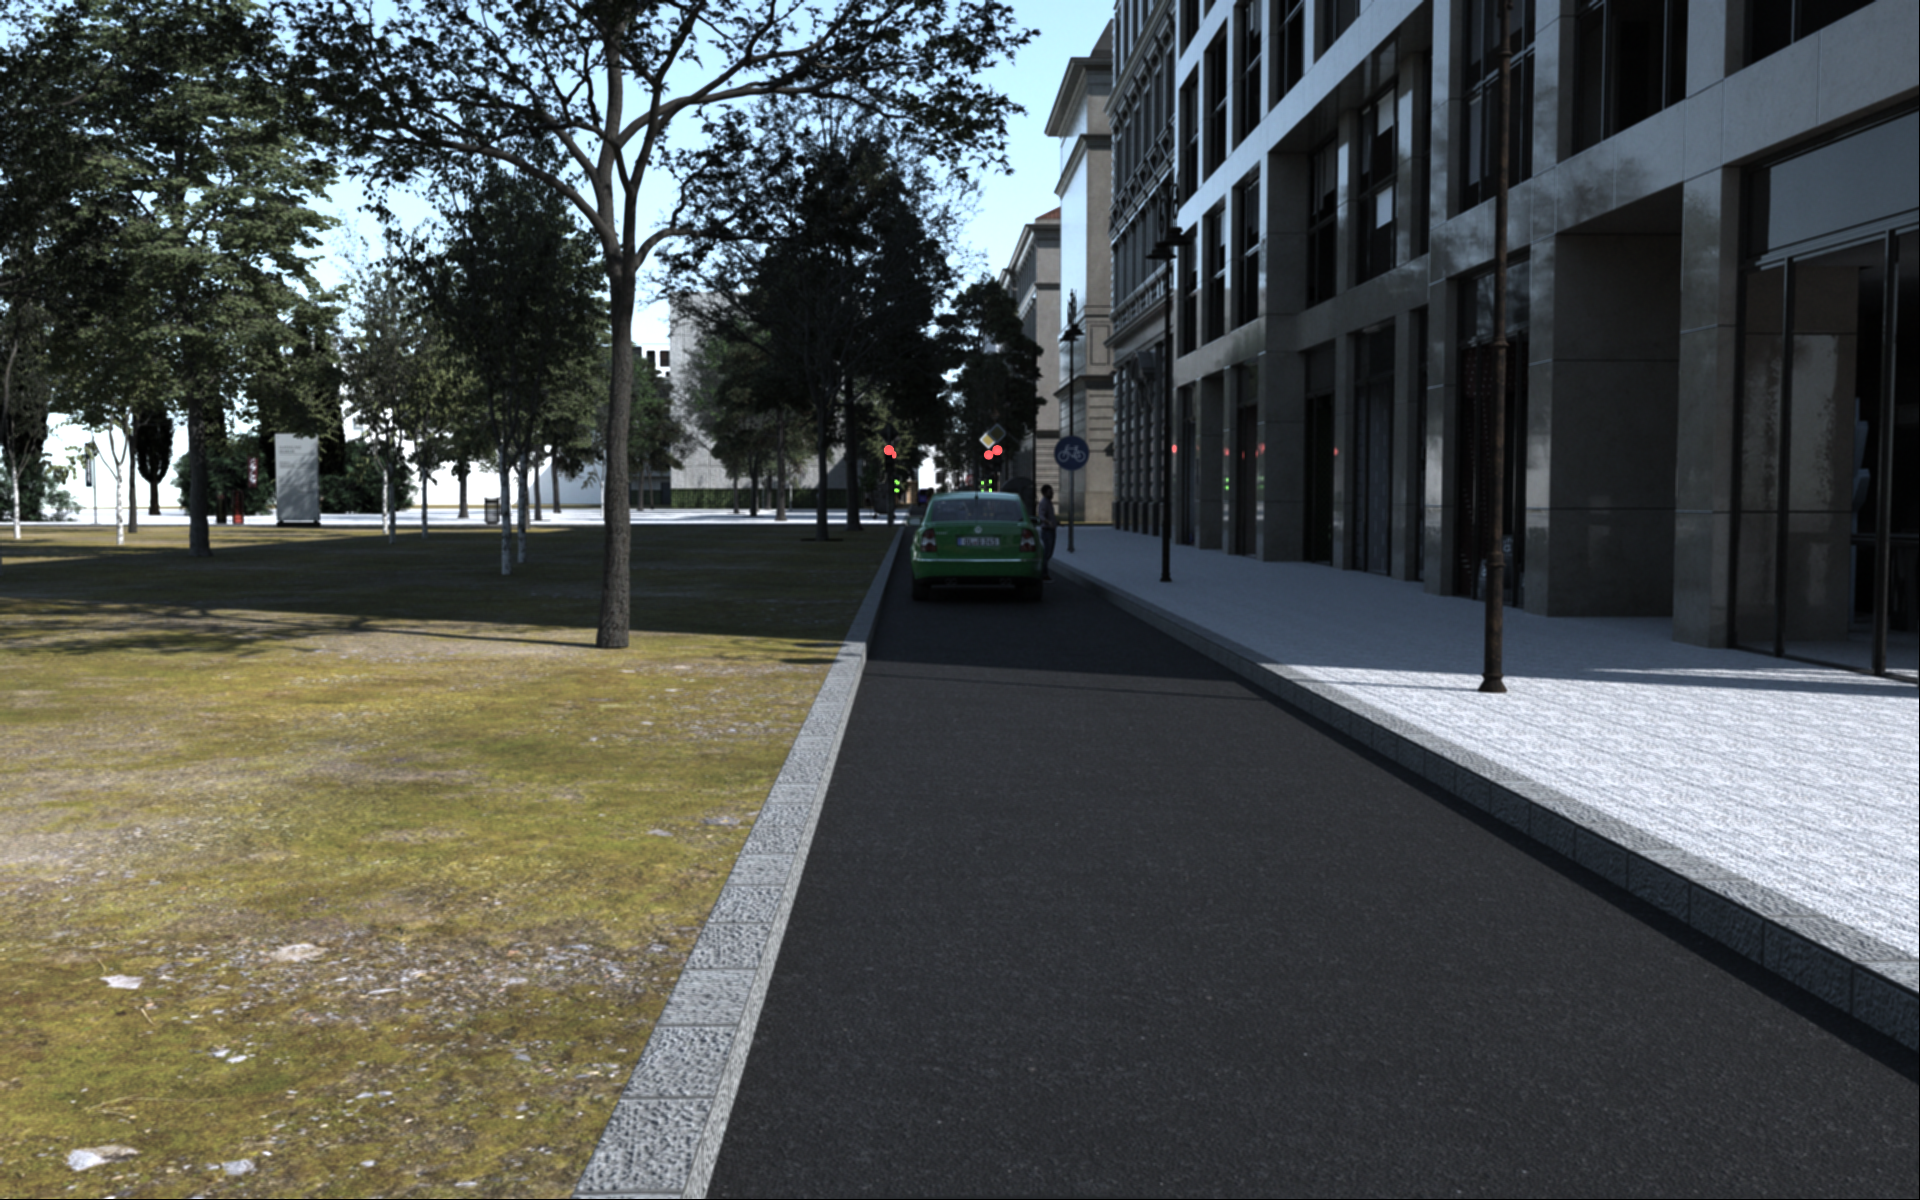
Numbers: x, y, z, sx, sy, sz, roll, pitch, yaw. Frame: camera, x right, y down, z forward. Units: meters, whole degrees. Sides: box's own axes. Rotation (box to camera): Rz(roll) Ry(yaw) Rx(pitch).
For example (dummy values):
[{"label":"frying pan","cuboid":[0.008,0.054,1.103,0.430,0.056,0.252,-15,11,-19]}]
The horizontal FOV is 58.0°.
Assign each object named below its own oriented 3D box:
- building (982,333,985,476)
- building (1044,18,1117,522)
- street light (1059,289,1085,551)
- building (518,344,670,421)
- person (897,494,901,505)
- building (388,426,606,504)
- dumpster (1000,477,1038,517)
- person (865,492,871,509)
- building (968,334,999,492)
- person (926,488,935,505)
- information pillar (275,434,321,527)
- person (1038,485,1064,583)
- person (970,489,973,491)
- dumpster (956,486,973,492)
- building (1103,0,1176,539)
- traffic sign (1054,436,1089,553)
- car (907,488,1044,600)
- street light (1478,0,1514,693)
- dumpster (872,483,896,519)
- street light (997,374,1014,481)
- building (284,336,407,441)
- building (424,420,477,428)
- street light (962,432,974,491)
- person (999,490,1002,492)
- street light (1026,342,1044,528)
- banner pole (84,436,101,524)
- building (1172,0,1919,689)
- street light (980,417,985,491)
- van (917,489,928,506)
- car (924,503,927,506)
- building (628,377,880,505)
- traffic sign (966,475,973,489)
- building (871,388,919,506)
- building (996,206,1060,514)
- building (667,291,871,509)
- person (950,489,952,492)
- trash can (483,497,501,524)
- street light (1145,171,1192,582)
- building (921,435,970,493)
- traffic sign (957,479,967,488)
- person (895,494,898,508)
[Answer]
[{"label":"building","cuboid":[16.121,-20.855,184.953,27.936,21.610,32.646,0,4,-1]},{"label":"building","cuboid":[19.743,-15.461,86.065,30.059,22.955,16.112,0,4,-1]},{"label":"street light","cuboid":[2.516,-4.057,39.117,0.468,5.910,1.993,0,4,-1]},{"label":"building","cuboid":[-45.740,-24.808,249.584,32.646,21.610,27.936,0,4,-1]},{"label":"person","cuboid":[-6.466,-10.988,186.623,0.541,1.710,0.530,1,4,18]},{"label":"building","cuboid":[-56.769,-16.910,218.629,28.070,9.664,9.099,0,4,-1]},{"label":"dumpster","cuboid":[2.025,-3.276,59.325,1.264,1.857,1.865,0,4,-1]},{"label":"person","cuboid":[-7.845,-8.576,147.720,0.566,1.644,0.517,-2,4,-31]},{"label":"building","cuboid":[9.111,-21.456,207.232,16.016,20.091,11.380,0,4,-1]},{"label":"person","cuboid":[-0.785,-2.384,49.189,0.444,1.614,0.593,3,4,36]},{"label":"information pillar","cuboid":[-25.734,-4.646,67.284,1.656,3.620,0.184,0,4,1]},{"label":"person","cuboid":[1.443,-1.084,28.189,0.435,1.587,0.963,1,4,9]},{"label":"person","cuboid":[0.741,-5.420,96.931,0.388,1.546,0.482,3,4,37]},{"label":"dumpster","cuboid":[0.360,-7.272,124.650,1.264,1.857,1.865,0,4,-2]},{"label":"building","cuboid":[10.626,-13.773,54.072,11.050,23.489,19.941,0,4,-1]},{"label":"traffic sign","cuboid":[2.436,-2.304,37.781,0.768,2.556,0.104,0,4,8]},{"label":"car","cuboid":[0.212,-0.975,24.737,1.959,1.807,4.718,0,4,-1]},{"label":"street light","cuboid":[3.460,-2.342,11.076,0.468,5.910,1.993,0,4,-1]},{"label":"dumpster","cuboid":[-3.916,-5.125,89.551,1.264,1.857,1.865,0,4,-2]},{"label":"street light","cuboid":[1.815,-5.755,66.880,0.468,5.910,1.993,0,4,-1]},{"label":"building","cuboid":[-76.384,-21.857,213.775,11.380,20.091,16.016,0,4,-1]},{"label":"building","cuboid":[-67.620,-23.715,244.161,11.380,20.091,16.016,0,4,-1]},{"label":"street light","cuboid":[0.574,-9.077,121.203,0.468,5.910,1.993,0,4,-1]},{"label":"person","cuboid":[3.570,-8.512,145.085,0.599,1.838,0.709,2,4,35]},{"label":"street light","cuboid":[2.274,-4.906,53.001,0.468,5.910,1.993,0,4,-1]},{"label":"banner pole","cuboid":[-37.288,-5.157,74.335,0.401,3.779,0.863,0,4,7]},{"label":"building","cuboid":[15.483,-13.614,27.101,19.350,26.468,34.151,0,4,-1]},{"label":"street light","cuboid":[1.181,-7.318,92.432,0.468,5.910,1.993,0,4,-1]},{"label":"van","cuboid":[-3.947,-12.087,202.010,2.240,2.365,5.245,0,4,-1]},{"label":"car","cuboid":[-0.567,-3.949,76.562,2.014,1.417,4.499,0,4,-2]},{"label":"building","cuboid":[-25.885,-21.302,214.749,31.486,18.905,16.747,0,4,-1]},{"label":"traffic sign","cuboid":[0.744,-6.916,113.175,0.768,2.556,0.104,0,4,2]},{"label":"building","cuboid":[-11.557,-23.779,245.214,11.380,20.091,16.016,0,4,-1]},{"label":"building","cuboid":[8.654,-18.593,140.157,11.583,22.565,21.152,0,4,-1]},{"label":"building","cuboid":[-17.363,-18.391,167.157,16.747,18.905,31.486,0,4,-1]},{"label":"person","cuboid":[-1.665,-13.548,227.550,0.705,1.824,1.348,0,4,6]},{"label":"trash can","cuboid":[-20.113,-3.841,74.451,0.748,1.137,0.748,0,3,0]},{"label":"street light","cuboid":[3.020,-3.208,25.239,0.468,5.910,1.993,0,4,-1]},{"label":"building","cuboid":[8.495,-18.353,242.213,28.070,9.664,9.099,0,4,-1]},{"label":"traffic sign","cuboid":[0.200,-8.682,141.948,0.884,2.594,0.081,0,4,8]},{"label":"person","cuboid":[-5.980,-9.522,162.249,0.721,1.766,1.217,1,4,9]}]
